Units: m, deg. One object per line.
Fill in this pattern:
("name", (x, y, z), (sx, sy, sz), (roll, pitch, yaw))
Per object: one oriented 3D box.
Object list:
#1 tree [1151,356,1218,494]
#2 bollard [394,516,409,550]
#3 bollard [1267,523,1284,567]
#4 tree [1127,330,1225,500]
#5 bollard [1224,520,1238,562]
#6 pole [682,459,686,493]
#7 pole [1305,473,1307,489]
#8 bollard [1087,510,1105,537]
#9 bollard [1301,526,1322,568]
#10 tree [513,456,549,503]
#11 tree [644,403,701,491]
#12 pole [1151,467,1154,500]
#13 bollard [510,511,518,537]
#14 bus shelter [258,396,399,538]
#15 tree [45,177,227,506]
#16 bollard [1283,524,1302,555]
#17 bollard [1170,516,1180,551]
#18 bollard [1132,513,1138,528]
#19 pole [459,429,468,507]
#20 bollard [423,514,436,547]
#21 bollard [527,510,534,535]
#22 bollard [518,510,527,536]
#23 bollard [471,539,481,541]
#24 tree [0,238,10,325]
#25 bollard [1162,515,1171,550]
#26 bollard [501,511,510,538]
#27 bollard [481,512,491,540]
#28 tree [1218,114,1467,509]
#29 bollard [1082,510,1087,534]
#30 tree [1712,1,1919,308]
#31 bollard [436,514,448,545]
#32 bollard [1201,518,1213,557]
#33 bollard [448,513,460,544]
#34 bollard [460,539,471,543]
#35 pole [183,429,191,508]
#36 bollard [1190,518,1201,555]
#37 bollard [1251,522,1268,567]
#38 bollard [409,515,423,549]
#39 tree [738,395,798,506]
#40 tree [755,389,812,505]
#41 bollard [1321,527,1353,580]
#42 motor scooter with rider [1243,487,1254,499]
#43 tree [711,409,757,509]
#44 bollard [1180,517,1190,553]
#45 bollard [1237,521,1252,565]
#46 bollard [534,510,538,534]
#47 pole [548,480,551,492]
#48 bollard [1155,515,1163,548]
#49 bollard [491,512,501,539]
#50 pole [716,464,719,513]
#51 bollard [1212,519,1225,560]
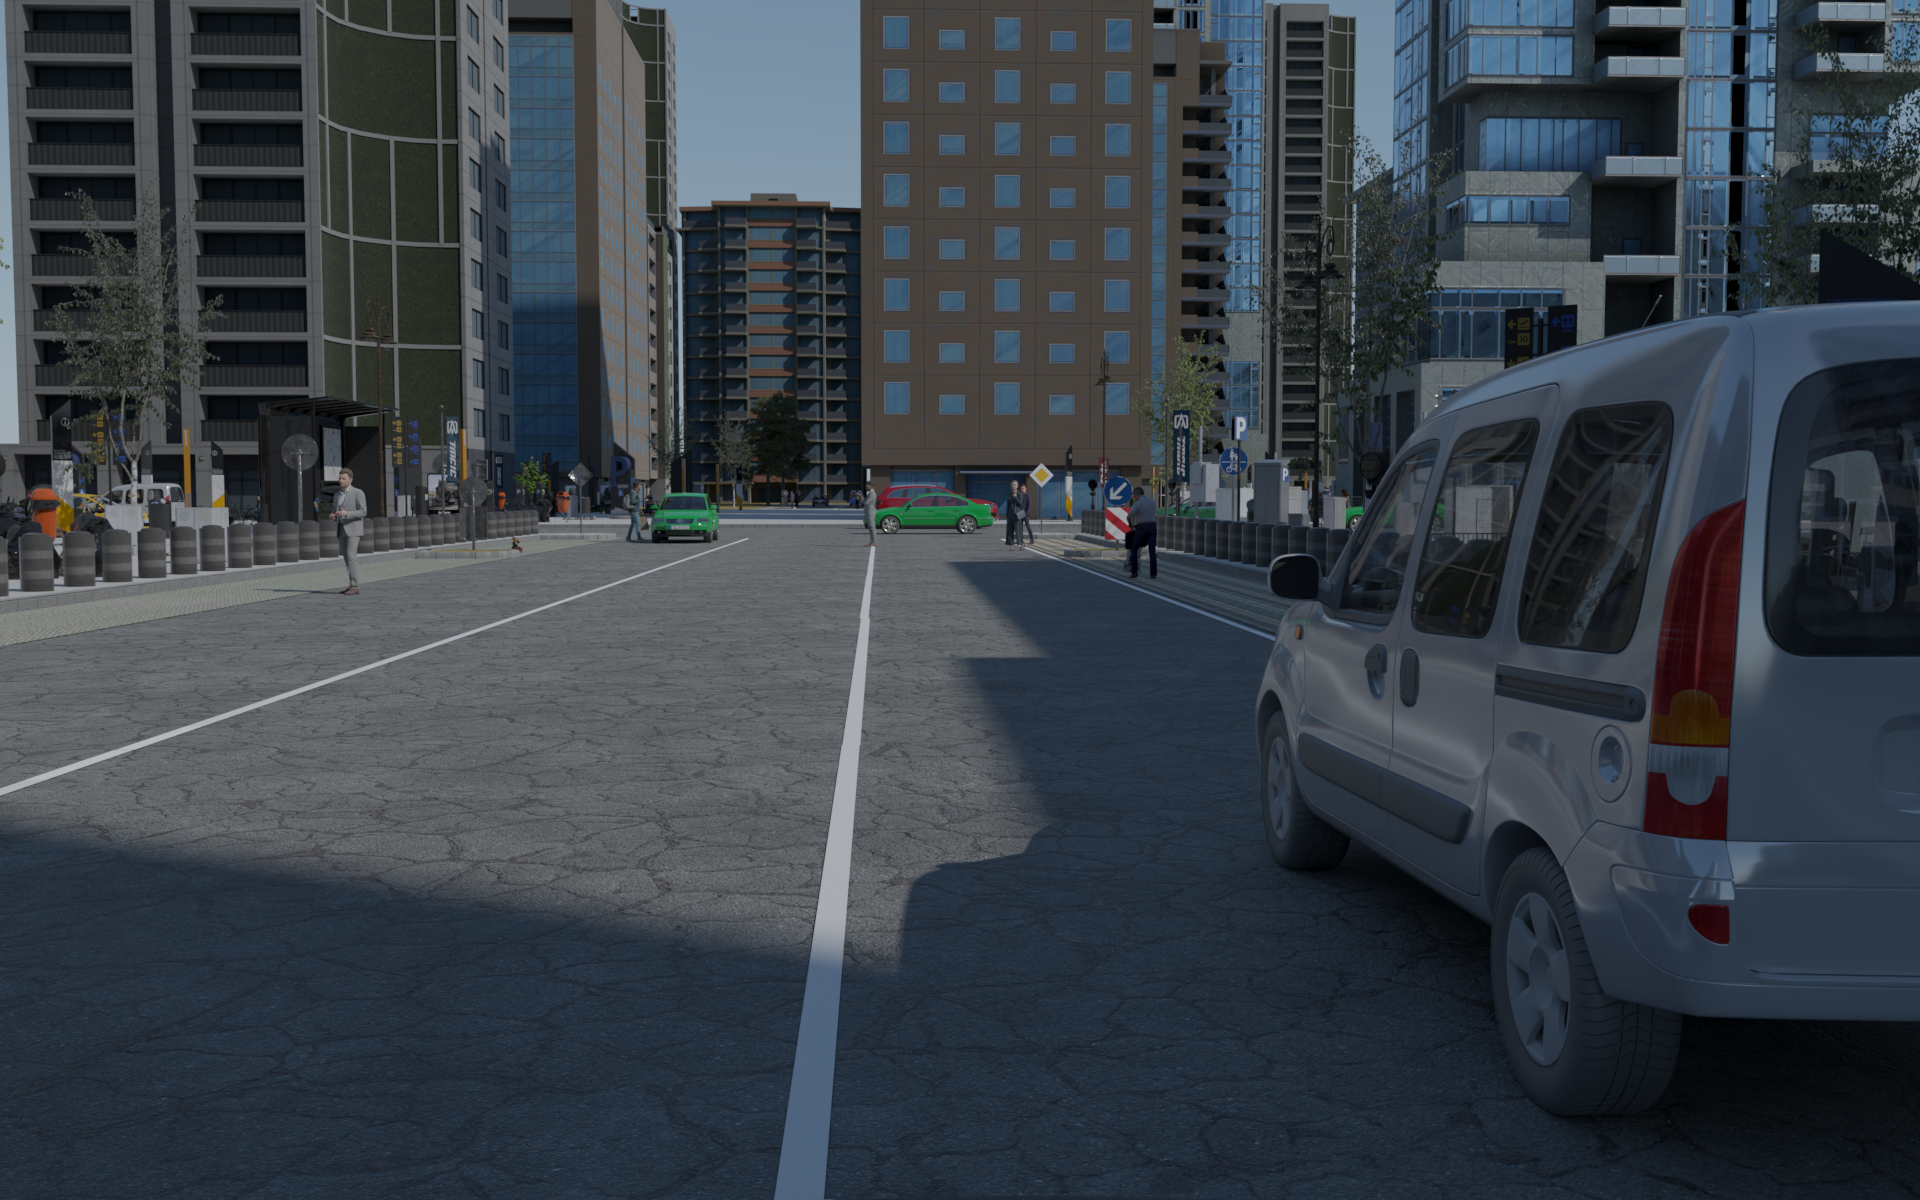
("tree", (11.881, -8.647, 91.738), (4.360, 8.622, 3.978), (0, 3, 0))
("bollard", (-12.974, -1.532, 39.767), (0.404, 0.777, 0.398), (0, 3, 0))
("bollard", (5.474, -0.891, 29.281), (0.404, 0.777, 0.398), (0, 3, 0))
("tree", (9.947, -7.798, 77.866), (4.737, 8.622, 4.395), (0, 3, 0))
("bollard", (5.305, -1.111, 32.886), (0.404, 0.777, 0.398), (0, 3, 0))
("pole", (-15.897, -6.474, 99.688), (0.158, 3.312, 0.155), (0, 3, 0))
("pole", (26.755, -8.573, 134.015), (0.158, 3.312, 0.155), (0, 3, 0))
("bollard", (4.295, -2.436, 54.547), (0.404, 0.777, 0.398), (0, 3, 0))
("bollard", (5.585, -0.744, 26.880), (0.404, 0.777, 0.398), (0, 3, 0))
("tree", (-21.561, -5.689, 87.624), (1.663, 3.219, 1.824), (0, 3, 0))
("tree", (-23.032, -11.579, 139.672), (4.360, 8.622, 3.978), (0, 3, 0))
("pole", (14.396, -8.280, 129.217), (0.158, 3.312, 0.155), (0, 3, 0))
("bollard", (-13.534, -2.269, 51.816), (0.404, 0.777, 0.398), (0, 3, 0))
("bus shelter", (-16.127, -3.259, 44.576), (1.731, 3.624, 6.357), (0, 4, -3))
("tree", (-19.521, -5.532, 40.818), (4.360, 8.622, 3.978), (0, 3, 0))
("bollard", (5.529, -0.817, 28.080), (0.404, 0.777, 0.398), (0, 3, 0))
("bollard", (5.020, -1.480, 38.921), (0.404, 0.777, 0.398), (0, 3, 0))
("bollard", (4.742, -1.847, 44.923), (0.404, 0.777, 0.398), (0, 3, 0))
("pole", (-15.607, -3.706, 54.436), (0.158, 3.312, 0.155), (0, 3, 0))
("bollard", (-13.089, -1.679, 42.168), (0.404, 0.777, 0.398), (0, 3, 0))
("bollard", (-13.652, -2.417, 54.242), (0.404, 0.777, 0.398), (0, 3, 0))
("bollard", (-13.594, -2.343, 53.029), (0.404, 0.777, 0.398), (0, 3, 0))
("bollard", (-13.313, -1.974, 46.989), (0.404, 0.777, 0.398), (0, 3, 0))
("tree", (-19.672, -4.964, 31.529), (4.737, 8.622, 4.395), (0, 3, 0))
("bollard", (4.968, -1.554, 40.122), (0.404, 0.777, 0.398), (0, 3, 0))
("bollard", (-13.483, -2.195, 50.605), (0.404, 0.777, 0.398), (0, 3, 0))
("bollard", (-13.365, -2.047, 48.189), (0.404, 0.777, 0.398), (0, 3, 0))
("tree", (7.946, -5.121, 34.088), (4.360, 8.622, 3.978), (0, 3, 0))
("bollard", (4.243, -2.510, 55.747), (0.404, 0.777, 0.398), (0, 3, 0))
("tree", (13.551, -4.634, 26.130), (4.360, 8.622, 3.978), (0, 3, 0))
("bollard", (-13.144, -1.753, 43.371), (0.404, 0.777, 0.398), (0, 3, 0))
("bollard", (5.192, -1.259, 35.298), (0.404, 0.777, 0.398), (0, 3, 0))
("bollard", (-13.201, -1.826, 44.576), (0.404, 0.777, 0.398), (0, 3, 0))
("bollard", (-13.258, -1.900, 45.778), (0.404, 0.777, 0.398), (0, 3, 0))
("pole", (-24.259, -3.703, 54.392), (0.158, 3.312, 0.155), (0, 3, 0))
("bollard", (5.135, -1.333, 36.507), (0.404, 0.777, 0.398), (0, 3, 0))
("bollard", (5.415, -0.964, 30.481), (0.404, 0.777, 0.398), (0, 3, 0))
("bollard", (-13.032, -1.606, 40.967), (0.404, 0.777, 0.398), (0, 3, 0))
("tree", (-21.005, -16.350, 189.370), (6.751, 12.117, 7.091), (0, 3, 0))
("tree", (-21.187, -18.475, 209.480), (7.806, 13.903, 7.818), (0, 3, 0))
("bollard", (5.639, -0.671, 25.680), (0.404, 0.777, 0.398), (0, 3, 0))
("motor scooter with rider", (12.237, -3.910, 72.893), (1.986, 1.779, 0.876), (0, 4, -3))
("tree", (-19.559, -12.197, 149.786), (4.360, 8.622, 3.978), (0, 3, 0))
("bollard", (5.076, -1.406, 37.707), (0.404, 0.777, 0.398), (0, 3, 0))
("bollard", (5.361, -1.038, 31.685), (0.404, 0.777, 0.398), (0, 3, 0))
("bollard", (-13.708, -2.491, 55.444), (0.404, 0.777, 0.398), (0, 3, 0))
("pole", (-30.164, -8.158, 127.229), (0.158, 3.312, 0.155), (0, 3, 0))
("bollard", (4.912, -1.627, 41.322), (0.404, 0.777, 0.398), (0, 3, 0))
("bollard", (-13.426, -2.121, 49.393), (0.404, 0.777, 0.398), (0, 3, 0))
("pole", (-16.445, -7.565, 117.533), (0.158, 3.312, 0.155), (0, 3, 0))
("bollard", (5.250, -1.185, 34.088), (0.404, 0.777, 0.398), (0, 3, 0))
